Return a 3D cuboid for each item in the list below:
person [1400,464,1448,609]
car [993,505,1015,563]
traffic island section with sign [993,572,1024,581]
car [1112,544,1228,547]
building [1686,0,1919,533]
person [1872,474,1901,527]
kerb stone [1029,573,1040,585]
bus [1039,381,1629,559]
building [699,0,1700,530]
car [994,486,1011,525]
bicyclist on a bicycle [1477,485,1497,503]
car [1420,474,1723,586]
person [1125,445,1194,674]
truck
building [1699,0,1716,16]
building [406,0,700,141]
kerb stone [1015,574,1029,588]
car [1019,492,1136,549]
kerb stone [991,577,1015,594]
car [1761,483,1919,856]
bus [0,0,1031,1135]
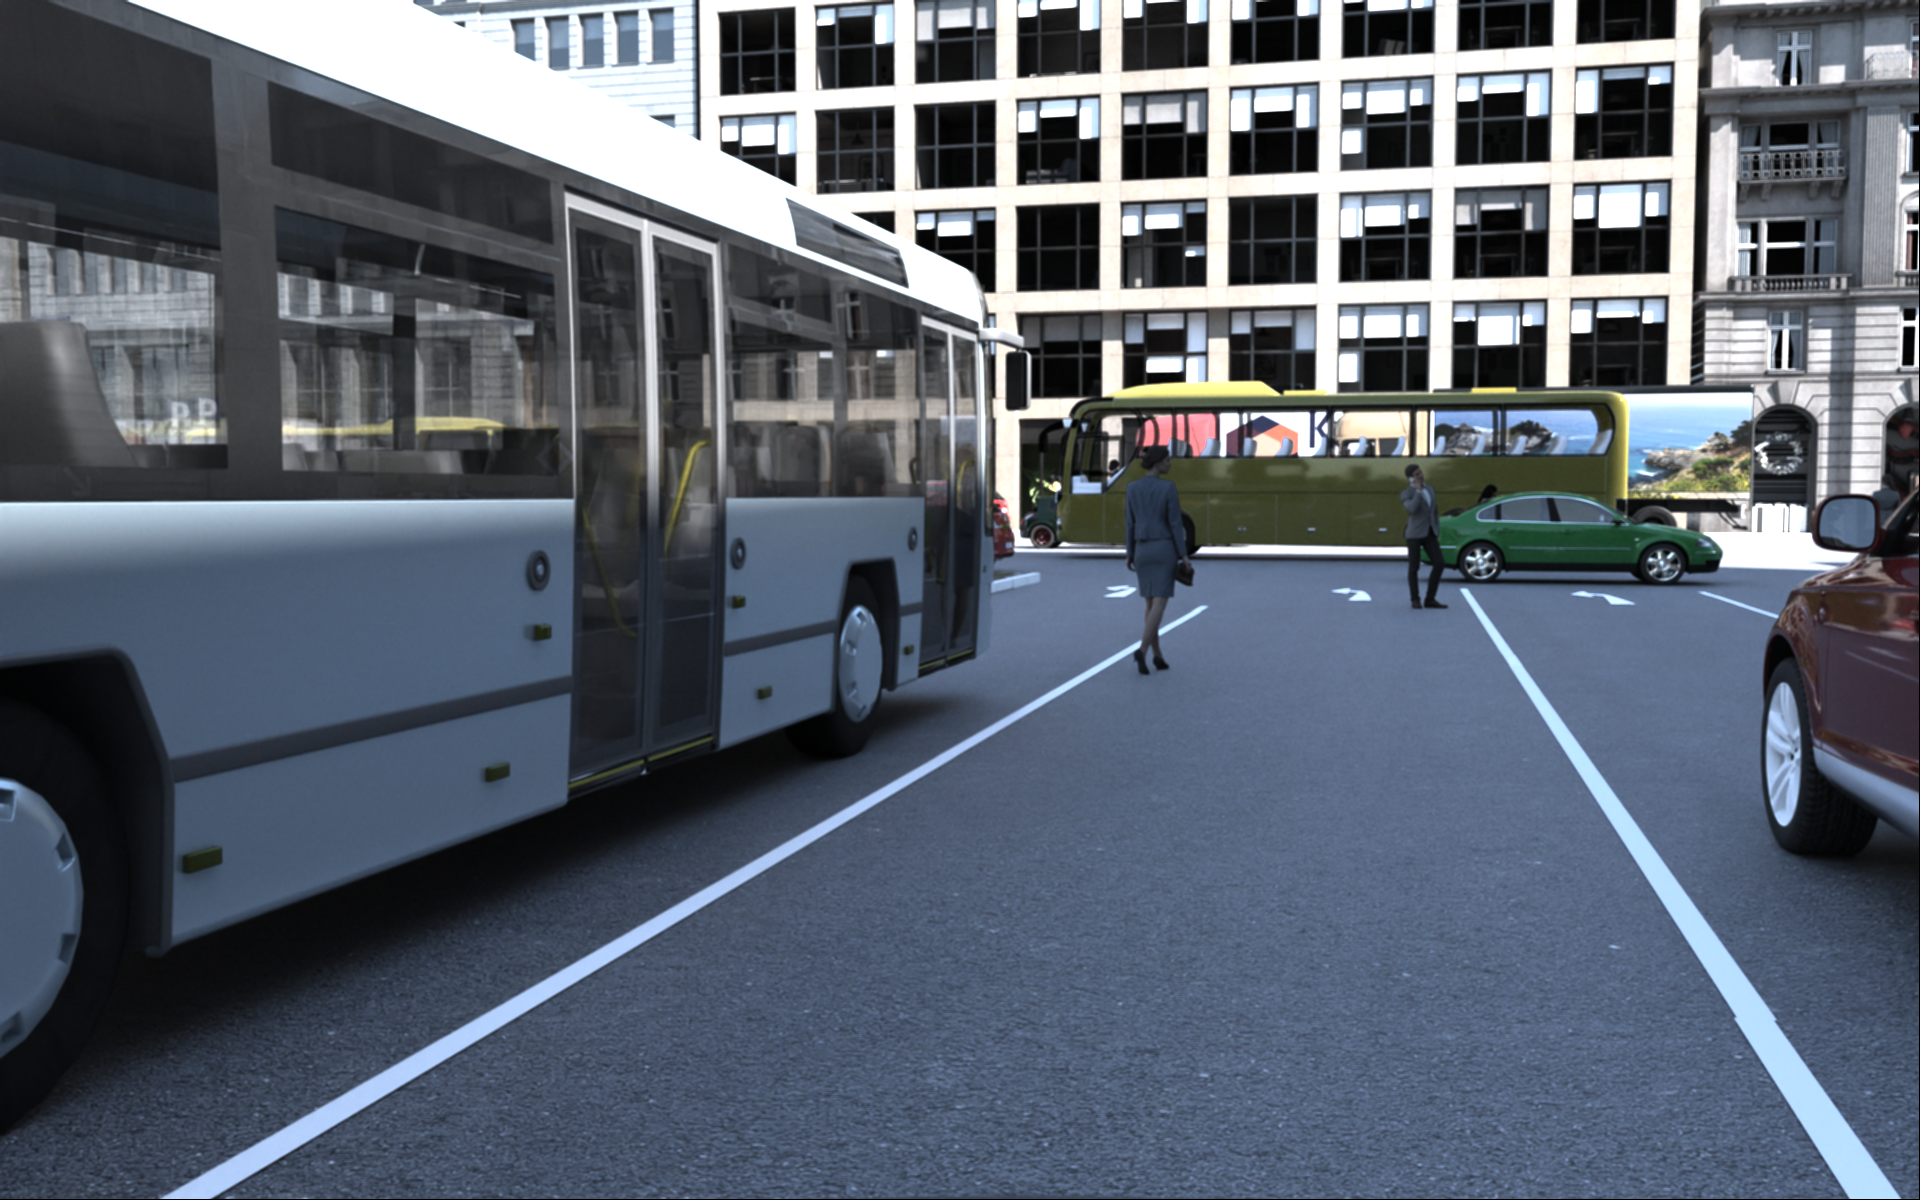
[{"bbox_3d":[5.821,-0.799,21.739,0.592,1.802,0.473,0,4,-8],"label":"person"},{"bbox_3d":[-1.240,-1.397,31.873,4.494,1.783,2.155,1,4,14],"label":"car"},{"bbox_3d":[-0.006,-1.183,27.483,2.006,1.907,1.989,1,4,14],"label":"traffic island section with sign"},{"bbox_3d":[5.961,-2.373,47.836,4.494,1.783,2.155,1,4,14],"label":"car"},{"bbox_3d":[36.899,-13.287,59.048,24.055,21.916,13.314,1,4,14],"label":"building"},{"bbox_3d":[16.535,-1.366,31.113,0.520,1.790,0.573,0,4,-2],"label":"person"},{"bbox_3d":[1.123,-0.338,27.730,0.120,0.150,1.000,1,4,14],"label":"kerb stone"},{"bbox_3d":[8.011,-2.842,38.021,12.252,3.916,2.896,1,4,14],"label":"bus"},{"bbox_3d":[9.333,-16.151,68.593,34.151,26.468,19.350,1,4,14],"label":"building"},{"bbox_3d":[-1.159,-2.593,51.076,5.304,1.827,2.281,1,4,14],"label":"car"},{"bbox_3d":[10.267,-1.429,33.389,1.625,1.676,1.499,1,4,16],"label":"bicyclist on a bicycle"},{"bbox_3d":[9.859,-1.187,28.200,4.718,1.807,1.959,1,4,14],"label":"car"},{"bbox_3d":[1.535,-0.332,13.947,0.654,1.822,0.581,-3,5,-44],"label":"person"},{"bbox_3d":[15.089,-3.538,46.757,11.283,4.237,2.839,1,4,16],"label":"truck"},{"bbox_3d":[56.679,-30.804,127.351,21.300,48.544,21.600,1,4,14],"label":"building"},{"bbox_3d":[-22.643,-18.042,72.472,29.804,29.767,11.434,1,4,14],"label":"building"},{"bbox_3d":[0.871,-0.278,26.734,0.120,0.150,1.000,1,4,14],"label":"kerb stone"},{"bbox_3d":[3.667,-2.199,45.736,4.222,1.686,2.009,1,4,13],"label":"car"},{"bbox_3d":[0.611,-0.215,25.734,0.120,0.150,1.000,1,4,14],"label":"kerb stone"},{"bbox_3d":[3.923,0.217,5.131,2.281,1.827,5.304,1,4,13],"label":"car"},{"bbox_3d":[-2.461,-0.744,7.027,2.948,3.499,13.247,1,4,15],"label":"bus"}]
